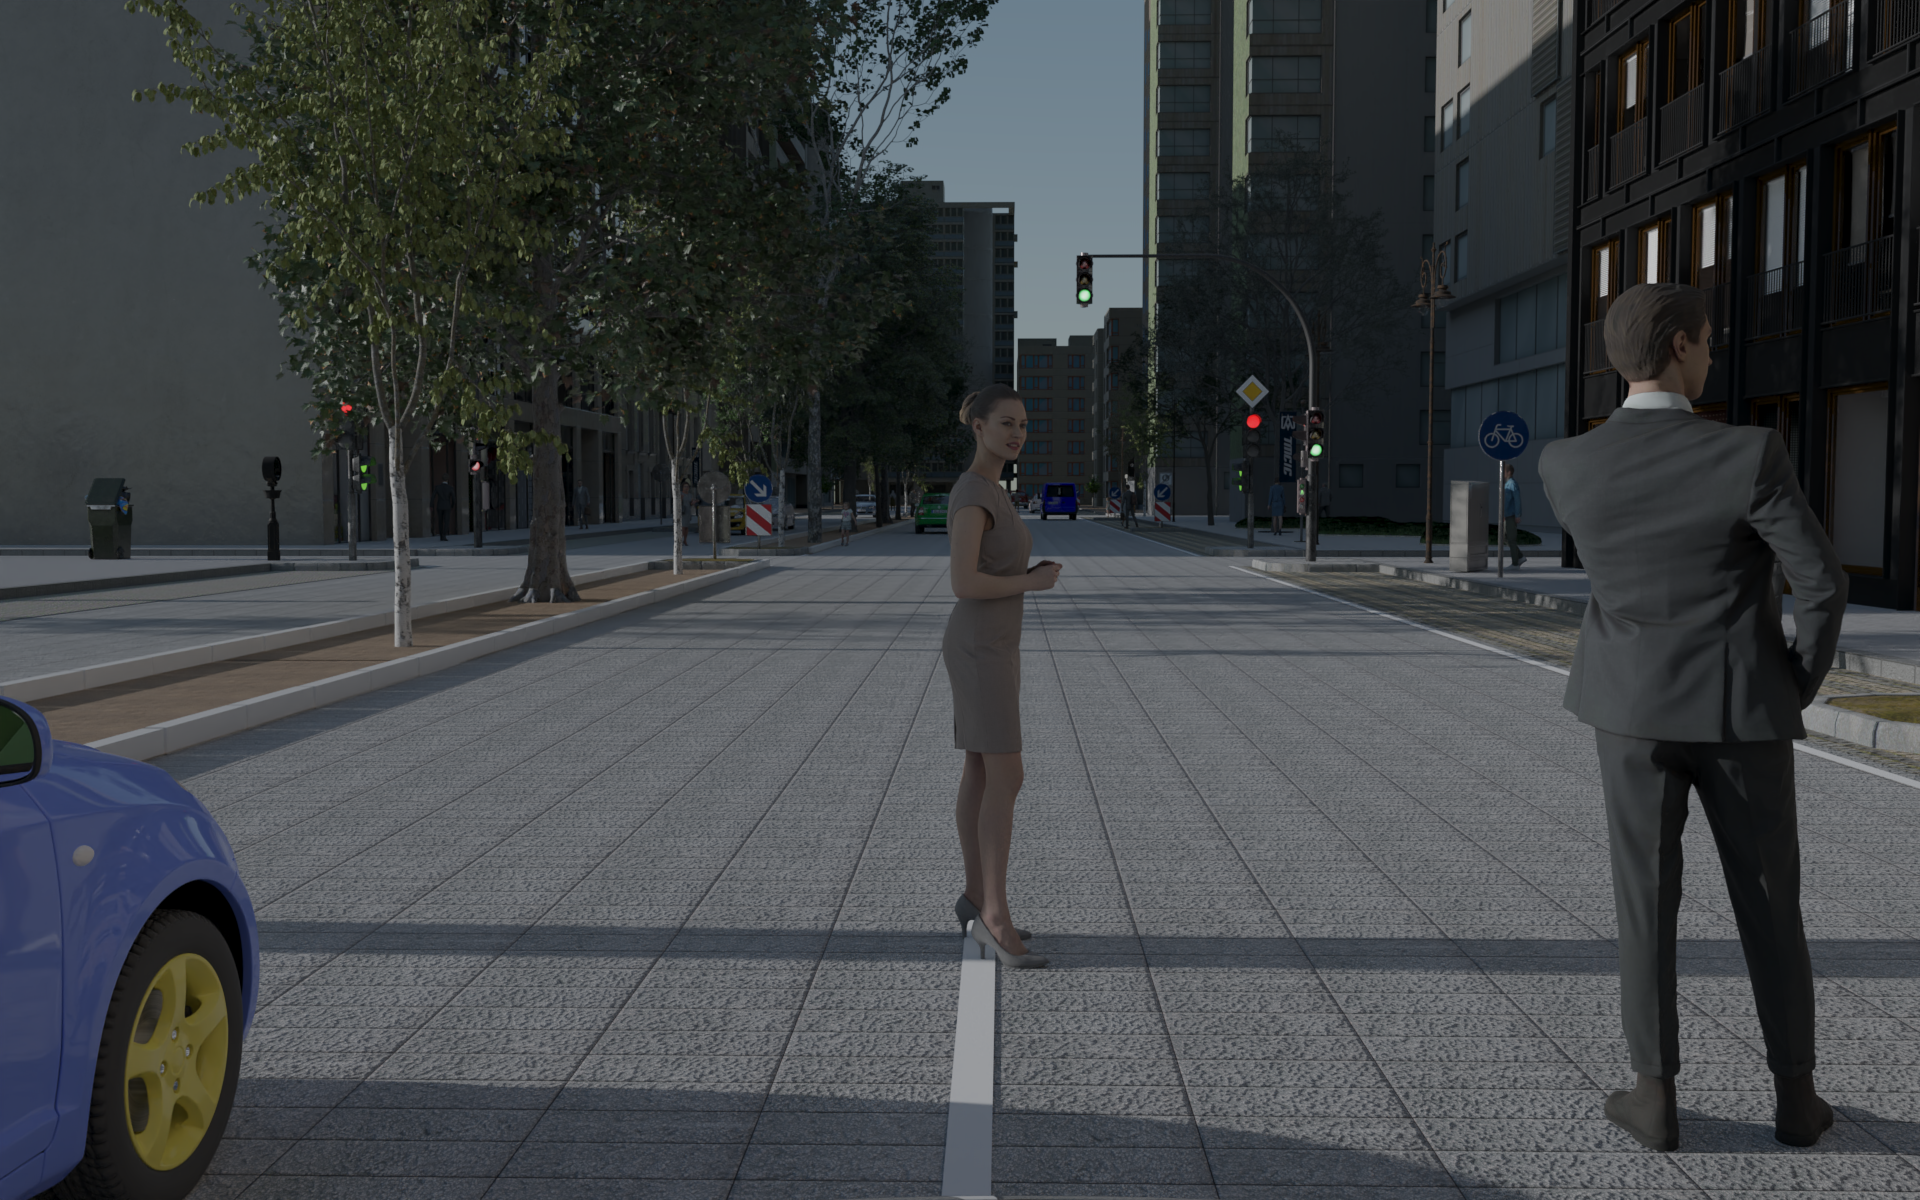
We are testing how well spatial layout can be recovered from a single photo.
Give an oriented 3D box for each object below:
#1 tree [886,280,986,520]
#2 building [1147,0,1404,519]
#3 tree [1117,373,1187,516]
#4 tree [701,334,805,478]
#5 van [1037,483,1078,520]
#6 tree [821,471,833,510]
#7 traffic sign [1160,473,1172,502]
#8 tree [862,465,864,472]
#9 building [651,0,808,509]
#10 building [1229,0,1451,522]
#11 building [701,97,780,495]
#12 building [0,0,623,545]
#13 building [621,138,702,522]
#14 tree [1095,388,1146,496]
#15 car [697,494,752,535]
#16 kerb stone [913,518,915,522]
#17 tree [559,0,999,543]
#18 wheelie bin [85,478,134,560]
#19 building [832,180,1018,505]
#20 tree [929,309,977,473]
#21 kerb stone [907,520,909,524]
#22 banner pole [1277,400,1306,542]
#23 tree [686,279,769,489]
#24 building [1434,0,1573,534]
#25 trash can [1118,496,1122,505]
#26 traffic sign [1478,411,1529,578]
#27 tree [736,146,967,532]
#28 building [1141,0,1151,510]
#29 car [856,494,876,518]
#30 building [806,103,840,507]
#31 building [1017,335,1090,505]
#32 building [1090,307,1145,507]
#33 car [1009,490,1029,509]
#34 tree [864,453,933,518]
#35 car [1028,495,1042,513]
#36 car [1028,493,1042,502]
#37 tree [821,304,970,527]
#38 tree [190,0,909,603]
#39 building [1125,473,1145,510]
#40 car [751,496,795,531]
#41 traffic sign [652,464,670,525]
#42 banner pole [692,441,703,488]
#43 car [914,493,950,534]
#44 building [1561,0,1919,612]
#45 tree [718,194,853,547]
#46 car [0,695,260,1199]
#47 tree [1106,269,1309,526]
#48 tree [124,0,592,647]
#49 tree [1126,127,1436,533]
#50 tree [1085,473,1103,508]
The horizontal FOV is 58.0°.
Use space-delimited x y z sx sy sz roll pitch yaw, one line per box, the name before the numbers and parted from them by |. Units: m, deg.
tree | -3.371 -11.119 94.619 12.009 13.543 11.850 0 3 0
building | 18.742 -25.974 108.262 14.154 41.232 14.086 0 4 1
tree | 10.833 -9.118 99.445 4.737 8.622 4.395 0 3 0
tree | -12.907 -11.070 106.742 9.928 11.665 9.643 0 3 0
van | 5.460 -5.613 96.163 2.240 2.365 5.245 0 4 1
tree | -11.163 -8.966 141.199 1.663 3.219 1.824 0 3 0
traffic sign | 9.923 -4.979 83.538 0.606 2.300 0.079 1 4 9
tree | -9.752 -14.803 192.397 4.737 8.622 4.395 0 3 0
building | -24.346 -31.694 141.901 21.300 48.544 21.600 0 4 1
building | 19.650 -24.321 81.248 14.154 41.232 14.086 0 4 1
building | -20.838 -21.537 123.832 14.160 30.474 14.107 0 4 1
building | -25.075 -15.608 59.708 19.350 26.468 34.151 0 4 1
building | -21.042 -17.853 89.161 12.463 27.353 25.104 0 4 1
tree | 11.245 -10.335 119.335 4.360 8.622 3.978 0 3 0
car | -8.217 -3.132 61.431 2.015 1.641 3.980 0 4 1
kerb stone | -2.479 -3.923 86.332 0.120 0.150 1.000 0 4 1
tree | -5.452 -11.788 51.079 12.611 20.169 13.585 0 3 0
wheelie bin | -16.745 -1.602 34.093 0.980 1.594 0.693 0 4 6
building | -4.781 -32.141 217.386 23.993 40.220 32.217 0 4 1
tree | -3.662 -10.048 83.757 9.611 12.733 9.660 0 3 0
kerb stone | -2.611 -3.610 81.214 0.120 0.150 1.000 0 4 1
banner pole | 8.886 -3.432 46.134 0.863 3.779 0.401 0 4 -2
tree | -4.964 -4.734 30.226 4.737 8.622 4.395 0 3 0
building | 31.640 -28.490 55.056 27.495 52.752 28.713 0 4 1
trash can | 10.644 -6.226 113.443 0.748 1.137 0.748 0 3 0
traffic sign | 8.313 -1.618 26.567 0.768 2.556 0.104 0 4 3
tree | -4.176 -9.502 64.473 9.857 13.997 8.962 0 3 0
building | 21.012 -29.236 128.116 14.600 45.320 14.200 0 4 1
car | -5.799 -5.749 106.000 2.014 1.417 4.499 0 4 3
building | -19.959 -30.579 183.556 14.086 41.232 14.154 0 4 1
building | 21.614 -22.663 215.578 28.899 21.520 27.650 0 4 1
building | 27.981 -20.164 174.720 27.650 21.520 28.899 0 4 1
car | 5.560 -9.762 168.278 2.281 1.827 5.304 0 4 0
tree | -3.220 -9.263 104.267 4.737 8.622 4.395 0 3 0
car | 6.183 -7.179 129.745 2.083 1.381 4.827 0 4 0
car | 6.425 -7.788 136.376 2.155 1.783 4.494 0 4 1
tree | -3.413 -8.381 73.896 8.767 10.594 7.601 0 4 1
tree | -5.491 -6.323 22.852 9.611 12.733 9.660 0 3 0
building | 30.703 -27.877 147.676 32.217 40.220 23.993 0 4 1
car | -7.705 -3.486 69.365 2.083 1.381 4.827 0 4 1
traffic sign | -12.518 -4.428 72.500 0.768 2.556 0.104 0 4 3
banner pole | -12.346 -5.610 81.741 0.401 3.779 0.863 3 4 38
car | -0.719 -3.357 63.676 1.959 1.807 4.718 0 4 0
building | 16.467 -11.735 21.548 12.332 23.373 15.834 0 4 1
tree | -4.380 -5.477 42.367 4.360 8.622 3.978 0 3 0
car | -2.433 0.440 2.394 1.945 1.707 3.694 0 4 2
tree | 10.268 -8.330 70.616 8.767 10.594 7.601 0 4 2
tree | -5.171 -3.846 15.705 4.737 8.622 4.395 0 3 0
tree | 10.639 -8.987 57.307 12.009 13.543 11.850 0 3 0
tree | 12.039 -9.914 156.701 1.663 3.219 1.824 0 3 0
